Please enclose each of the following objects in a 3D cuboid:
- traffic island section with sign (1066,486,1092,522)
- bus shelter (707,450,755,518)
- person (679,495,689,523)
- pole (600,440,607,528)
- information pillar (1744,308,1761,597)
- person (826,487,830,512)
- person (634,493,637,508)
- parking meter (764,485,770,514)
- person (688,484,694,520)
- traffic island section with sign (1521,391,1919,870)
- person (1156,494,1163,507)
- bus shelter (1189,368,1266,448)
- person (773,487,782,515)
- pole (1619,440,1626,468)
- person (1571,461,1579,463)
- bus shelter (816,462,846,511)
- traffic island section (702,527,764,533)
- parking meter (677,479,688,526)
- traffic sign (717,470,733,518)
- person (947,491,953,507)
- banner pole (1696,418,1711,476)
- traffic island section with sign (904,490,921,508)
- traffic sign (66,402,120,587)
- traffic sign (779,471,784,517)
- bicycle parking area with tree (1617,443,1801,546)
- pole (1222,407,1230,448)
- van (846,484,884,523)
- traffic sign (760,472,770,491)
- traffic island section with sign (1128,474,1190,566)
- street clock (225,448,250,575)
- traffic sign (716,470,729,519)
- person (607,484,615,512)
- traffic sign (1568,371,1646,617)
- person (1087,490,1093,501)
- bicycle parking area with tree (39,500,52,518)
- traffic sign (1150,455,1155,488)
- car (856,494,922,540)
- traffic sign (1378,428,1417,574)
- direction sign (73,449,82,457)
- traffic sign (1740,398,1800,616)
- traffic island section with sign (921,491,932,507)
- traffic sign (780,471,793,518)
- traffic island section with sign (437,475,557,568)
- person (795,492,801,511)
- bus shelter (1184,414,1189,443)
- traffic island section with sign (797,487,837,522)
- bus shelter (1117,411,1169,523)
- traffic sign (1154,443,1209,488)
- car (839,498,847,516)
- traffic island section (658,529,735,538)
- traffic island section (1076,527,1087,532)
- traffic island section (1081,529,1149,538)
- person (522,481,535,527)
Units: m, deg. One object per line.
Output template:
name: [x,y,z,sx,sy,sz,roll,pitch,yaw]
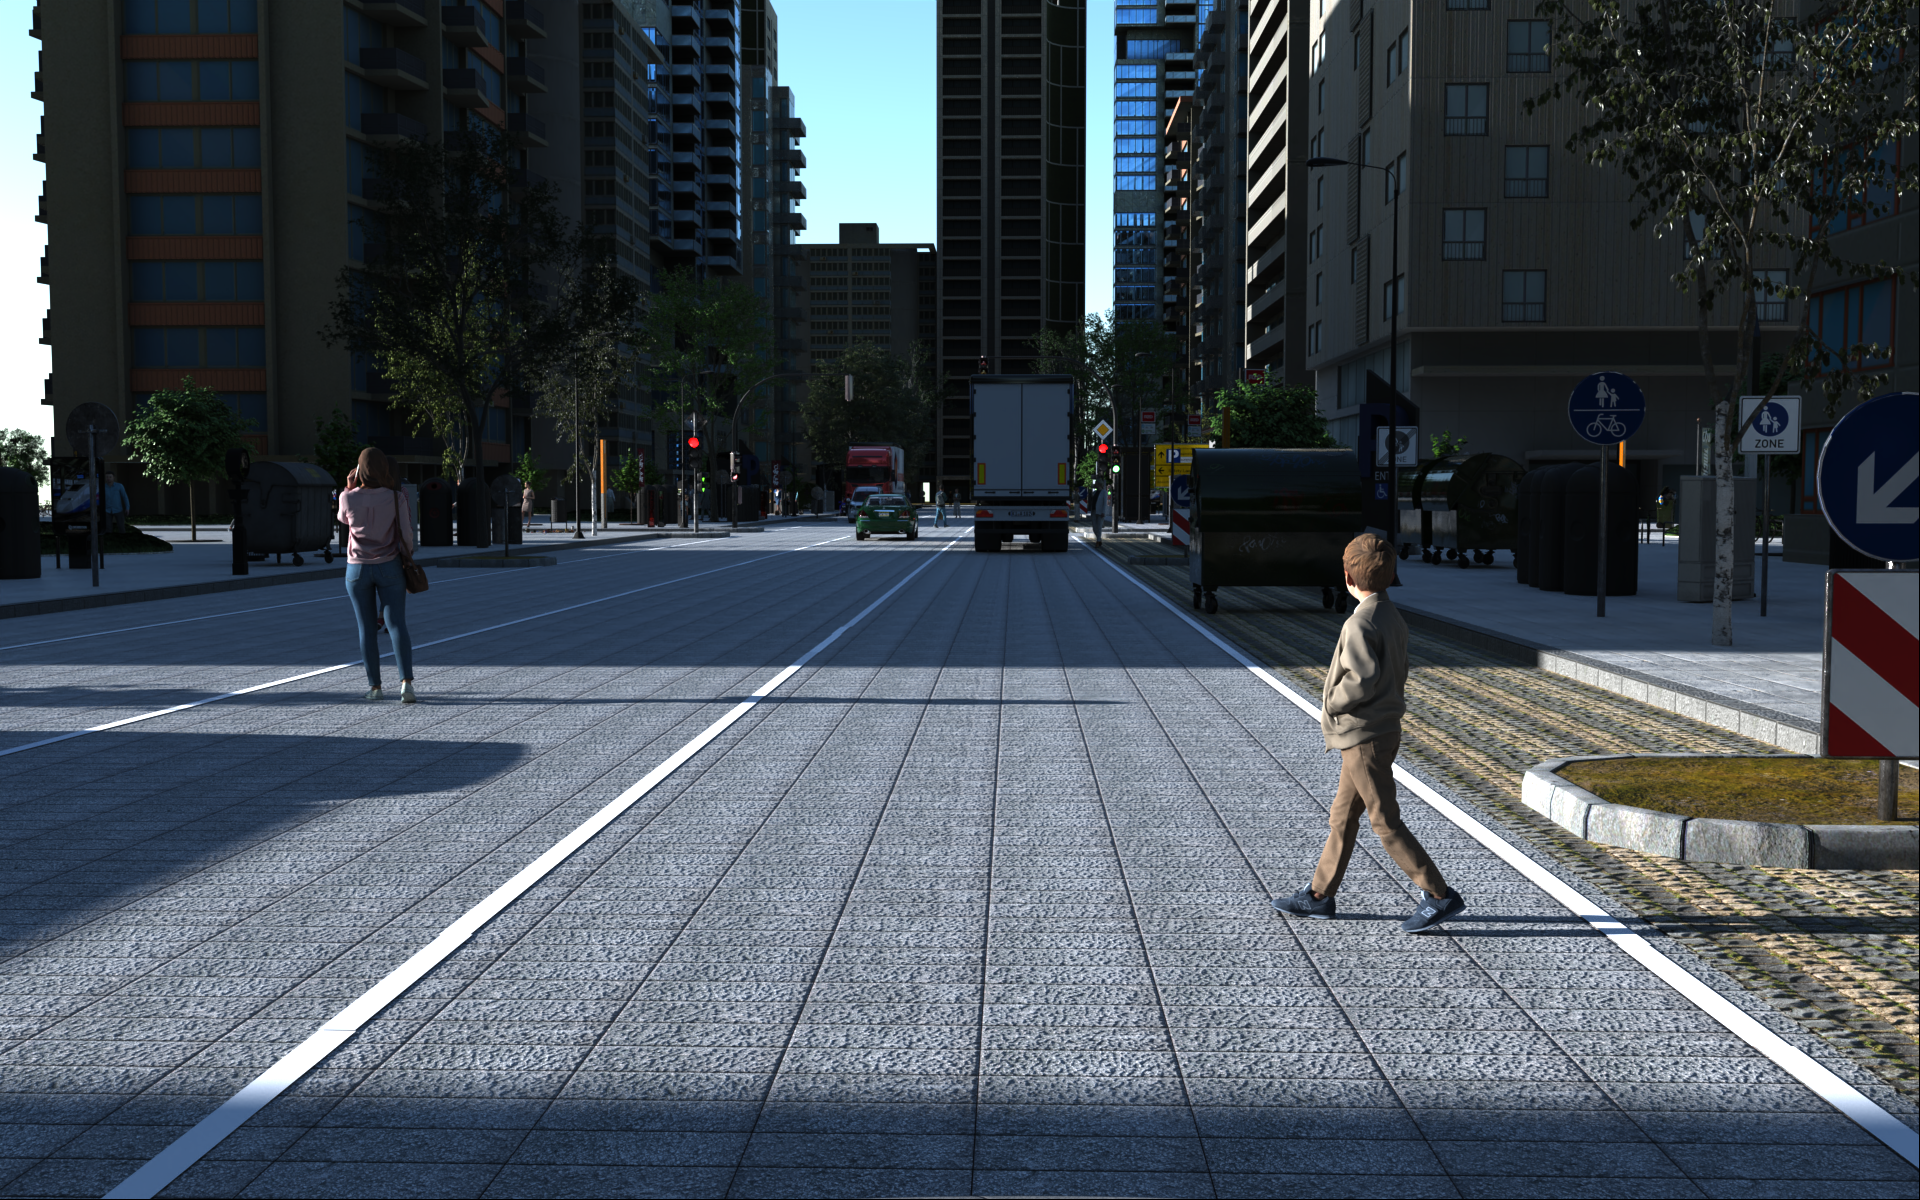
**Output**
traffic island section with sign: [6.167,-4.975,89.969,1.989,1.847,2.006,0,4,2]
bus shelter: [-12.696,-6.421,96.264,1.731,3.624,6.357,0,4,2]
person: [-10.623,-3.424,66.706,0.352,1.250,0.332,-2,4,-26]
pole: [-13.350,-4.346,64.906,0.158,3.312,0.155,0,3,0]
information pillar: [9.840,-1.846,21.543,0.183,3.616,0.504,1,4,17]
person: [-9.716,-7.418,127.347,0.620,1.820,0.660,-1,4,-15]
person: [-20.481,-6.378,110.287,0.622,1.834,0.822,1,4,10]
parking meter: [-12.388,-6.425,110.762,0.399,1.863,0.255,0,4,-4]
person: [-13.485,-4.924,86.746,0.606,1.804,0.583,1,4,19]
traffic island section with sign: [3.575,0.069,7.496,1.989,1.847,2.006,0,4,2]
person: [18.341,-9.394,160.352,1.217,1.743,0.721,3,5,40]
bus shelter: [8.622,-4.601,52.857,2.179,5.291,8.768,0,4,2]
person: [-11.234,-6.196,107.365,0.654,1.822,0.581,-3,5,-42]
pole: [24.991,-4.376,65.389,0.158,3.312,0.155,0,3,0]
person: [10.038,-1.347,28.186,0.709,1.813,0.853,1,4,10]
bus shelter: [-9.730,-8.559,131.222,1.731,3.624,6.357,0,4,2]
traffic island section: [-8.548,-2.653,65.654,2.009,0.180,2.903,0,4,2]
parking meter: [-11.021,-3.860,68.814,0.255,1.863,0.399,2,4,33]
traffic sign: [-12.454,-5.623,91.934,0.884,2.594,0.081,0,4,3]
person: [-1.088,-10.781,185.296,0.721,1.766,1.217,3,5,42]
banner pole: [24.491,-4.105,57.142,0.863,3.779,0.401,-2,4,-29]
traffic island section with sign: [-5.023,-9.708,167.353,1.989,1.847,2.006,0,4,2]
traffic sign: [-11.994,-1.459,23.957,0.768,2.556,0.104,0,4,4]
traffic sign: [-9.843,-5.876,96.174,0.768,2.556,0.104,0,4,4]
bicycle parking area with tree: [19.122,-3.437,43.197,8.231,4.147,9.016,2,4,24]
pole: [6.231,-2.861,40.625,0.158,3.312,0.155,0,3,0]
van: [-4.590,-4.833,86.031,2.013,2.044,4.112,0,4,2]
traffic sign: [-11.606,-6.237,101.981,0.884,2.594,0.081,1,4,8]
traffic island section with sign: [4.457,-1.639,35.418,1.989,1.847,2.006,0,4,2]
street clock: [-11.435,-1.400,27.464,0.358,2.002,0.471,0,4,-3]
traffic sign: [-12.365,-5.487,89.826,0.768,2.556,0.104,0,4,2]
person: [-18.372,-5.163,90.687,0.478,1.798,0.641,2,4,31]
traffic sign: [6.704,-1.097,18.036,0.768,2.556,0.104,1,4,10]
person: [14.373,-11.160,189.295,1.217,1.735,0.721,-2,4,-29]
bicycle parking area with tree: [-51.487,-7.189,104.534,9.016,4.147,8.231,1,4,14]
traffic sign: [9.350,-5.857,89.628,2.265,3.308,0.079,0,4,2]
car: [-2.287,-2.638,54.921,2.131,1.459,4.920,0,4,1]
traffic sign: [6.608,-1.475,26.252,0.606,2.300,0.079,0,4,7]
direction sign: [-34.311,-4.613,67.411,0.379,3.537,0.876,-1,4,-9]
traffic sign: [8.430,-0.977,18.103,0.606,2.300,0.079,1,4,9]
traffic island section with sign: [-4.171,-11.356,194.295,1.989,1.847,2.006,0,4,2]
traffic sign: [-9.514,-5.772,94.471,0.768,2.556,0.104,0,4,6]
traffic island section with sign: [-9.189,-1.593,34.672,1.989,1.847,2.006,0,4,2]
person: [-10.193,-6.424,111.088,0.660,1.820,0.620,-2,4,-31]
bus shelter: [10.983,-6.546,84.666,2.179,5.291,8.768,0,4,2]
traffic island section with sign: [-7.446,-5.010,90.536,1.989,1.847,2.006,0,4,2]
bus shelter: [8.281,-6.333,81.182,2.179,5.291,8.768,0,4,2]
traffic sign: [8.942,-4.629,69.553,2.265,3.308,0.079,0,4,4]
car: [-6.900,-6.140,112.961,1.945,1.354,3.894,0,3,0]
traffic island section: [-8.799,-2.165,57.673,2.009,0.180,2.903,0,4,2]
traffic island section: [5.386,-2.626,65.212,2.009,0.180,2.903,0,4,2]
traffic island section: [5.135,-2.138,57.231,2.009,0.180,2.903,0,4,2]
person: [-16.703,-3.689,66.702,0.599,1.781,0.374,1,4,23]
